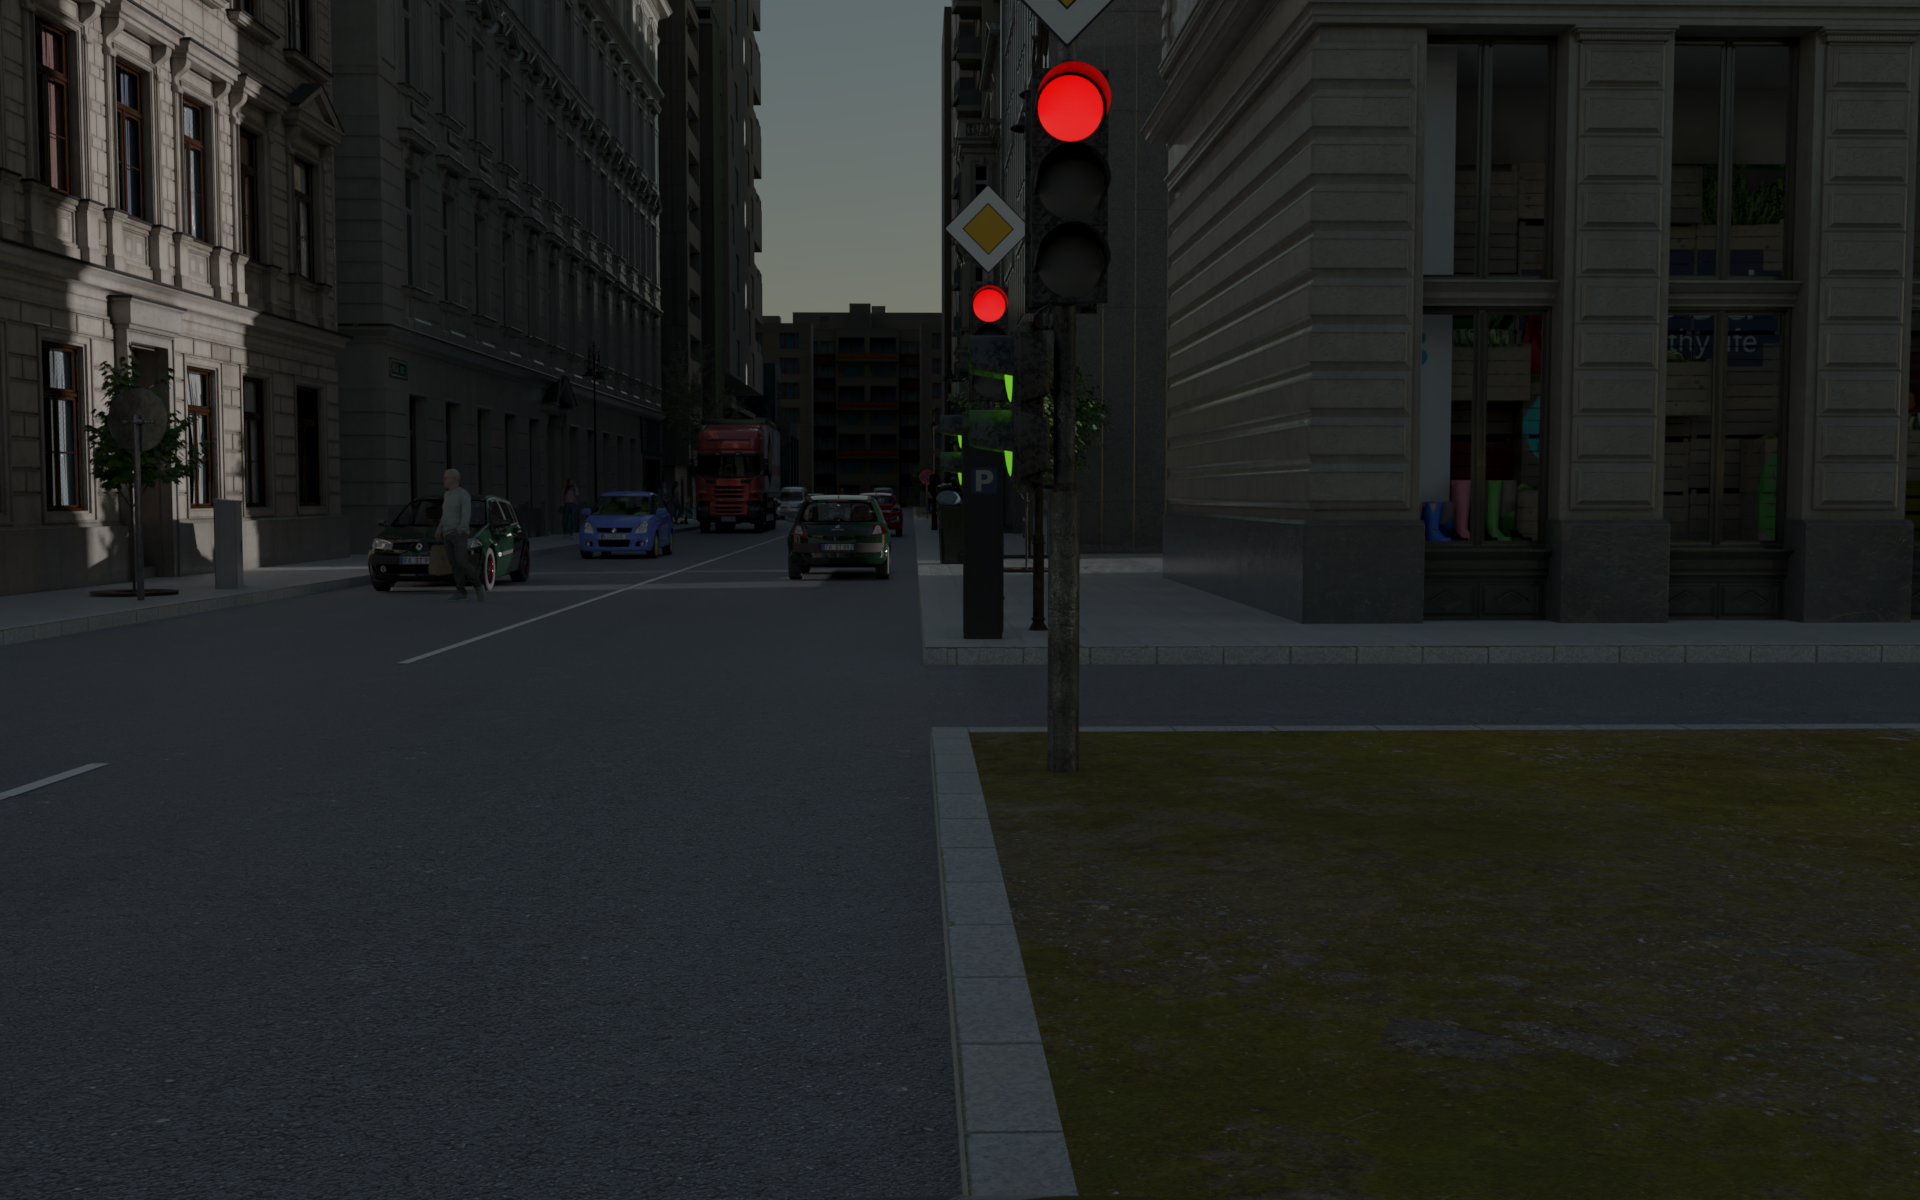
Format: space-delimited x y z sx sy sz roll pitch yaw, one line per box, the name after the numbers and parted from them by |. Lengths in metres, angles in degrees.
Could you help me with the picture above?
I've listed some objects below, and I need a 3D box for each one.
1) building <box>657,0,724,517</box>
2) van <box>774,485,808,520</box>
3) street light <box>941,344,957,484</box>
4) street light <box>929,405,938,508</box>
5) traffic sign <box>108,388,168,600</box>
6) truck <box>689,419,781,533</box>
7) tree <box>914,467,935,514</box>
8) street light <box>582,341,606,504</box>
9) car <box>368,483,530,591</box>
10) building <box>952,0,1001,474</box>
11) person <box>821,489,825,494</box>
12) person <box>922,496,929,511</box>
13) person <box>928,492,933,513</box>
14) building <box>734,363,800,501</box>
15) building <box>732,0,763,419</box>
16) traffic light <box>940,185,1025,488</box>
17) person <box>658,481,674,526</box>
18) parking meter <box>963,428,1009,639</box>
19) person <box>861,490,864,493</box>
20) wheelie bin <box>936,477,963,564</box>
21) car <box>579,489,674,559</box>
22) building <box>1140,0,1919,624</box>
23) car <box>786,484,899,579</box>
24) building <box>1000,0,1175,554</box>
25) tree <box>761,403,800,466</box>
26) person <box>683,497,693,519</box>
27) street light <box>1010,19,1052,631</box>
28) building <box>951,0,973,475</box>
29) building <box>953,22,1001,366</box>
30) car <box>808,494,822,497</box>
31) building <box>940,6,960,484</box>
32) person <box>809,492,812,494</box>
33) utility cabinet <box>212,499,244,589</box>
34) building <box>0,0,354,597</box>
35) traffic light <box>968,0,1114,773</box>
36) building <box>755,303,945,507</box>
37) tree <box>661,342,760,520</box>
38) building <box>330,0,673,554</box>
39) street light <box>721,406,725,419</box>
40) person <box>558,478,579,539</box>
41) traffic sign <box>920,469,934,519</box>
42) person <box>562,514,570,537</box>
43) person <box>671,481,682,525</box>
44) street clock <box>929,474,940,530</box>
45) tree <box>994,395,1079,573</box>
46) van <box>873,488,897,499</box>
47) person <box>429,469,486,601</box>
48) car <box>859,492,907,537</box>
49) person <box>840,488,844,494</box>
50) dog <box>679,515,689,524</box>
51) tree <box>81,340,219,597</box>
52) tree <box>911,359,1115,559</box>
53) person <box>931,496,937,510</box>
-21.147 -19.942 97.759 14.160 30.474 14.107 0 4 -2 | building
-9.403 -5.521 97.283 2.013 2.044 4.112 0 3 0 | van
-0.332 -4.927 53.336 0.468 5.910 1.993 0 4 -2 | street light
-1.389 -7.200 90.515 0.468 5.910 1.993 0 4 -2 | street light
-9.893 -1.268 20.837 0.768 2.556 0.104 0 4 8 | traffic sign
-8.529 -4.783 67.120 2.839 4.237 11.283 0 4 -2 | truck
-1.963 -7.306 114.058 1.663 3.219 1.824 0 3 0 | tree
-11.063 -4.876 52.518 0.468 5.910 1.993 0 4 -2 | street light
-7.876 -1.047 26.911 2.009 1.686 4.222 0 4 -3 | car
10.668 -27.792 109.028 22.147 44.769 28.867 0 4 -2 | building
-11.539 -8.420 146.122 1.348 1.831 0.705 2 4 31 | person
-2.467 -7.565 132.957 0.991 1.433 0.599 -2 4 -24 | person
-2.003 -6.932 120.323 0.436 1.711 0.756 -3 4 -36 | person
-30.650 -51.396 153.004 31.000 86.520 22.319 0 4 -2 | building
-27.849 -32.320 117.663 28.713 52.752 27.495 0 4 -2 | building
0.238 -1.651 15.916 0.839 4.253 0.868 0 4 -2 | traffic light
-11.725 -3.842 69.133 0.520 1.790 0.573 -3 5 -42 | person
0.229 -0.590 15.362 0.399 1.863 0.255 0 4 3 | parking meter
-8.986 -9.213 159.076 1.348 1.831 0.705 2 4 24 | person
-0.110 -1.466 31.870 0.693 1.594 0.980 0 4 -5 | wheelie bin
-7.603 -1.835 39.594 1.945 1.707 3.694 0 4 -2 | car
12.482 -11.776 21.423 19.941 23.489 11.050 0 4 -2 | building
-2.083 -1.265 30.475 2.009 1.686 4.222 0 4 -2 | car
7.596 -13.976 46.530 12.078 24.808 19.932 0 4 -2 | building
-14.993 -11.548 139.168 4.360 8.622 3.978 0 3 0 | tree
-13.856 -4.750 89.206 0.738 1.151 1.012 1 4 18 | person
0.739 -2.653 16.158 0.468 5.910 1.993 0 4 -2 | street light
13.030 -33.516 137.229 28.713 52.752 27.495 0 4 -2 | building
6.989 -15.579 73.804 14.460 24.649 34.723 0 4 -2 | building
-9.784 -6.607 116.812 1.959 1.807 4.718 0 4 -2 | car
5.337 -31.067 158.058 14.600 45.320 14.200 0 4 -2 | building
-14.896 -9.886 171.613 0.593 1.643 0.415 -1 4 -10 | person
-10.069 -0.777 23.867 0.306 1.237 1.020 -1 4 -18 | utility cabinet
-16.809 -9.828 25.320 10.561 19.102 19.286 0 4 -2 | building
0.460 -1.163 7.934 0.839 4.253 0.868 0 4 -2 | traffic light
-9.893 -21.044 189.108 28.899 21.520 27.650 0 4 -2 | building
-12.679 -8.170 83.938 4.360 8.622 3.978 0 3 0 | tree
-20.627 -17.166 57.072 17.030 29.872 44.131 0 4 -2 | building
-12.172 -7.117 89.157 0.468 5.910 1.993 0 4 -2 | street light
-11.170 -2.617 49.422 0.593 1.750 0.643 -1 4 -10 | person
-1.680 -5.414 88.626 0.768 2.556 0.104 0 4 4 | traffic sign
-11.726 -2.533 51.714 0.306 1.304 0.590 -1 4 -9 | person
-11.749 -4.026 71.874 0.555 1.821 0.388 3 5 42 | person
-0.902 -3.481 61.492 0.358 2.002 0.471 1 4 20 | street clock
1.218 -2.078 28.581 1.663 3.219 1.824 0 3 0 | tree
-5.267 -6.779 117.855 2.013 2.044 4.112 0 4 -3 | van
-6.771 -0.872 23.245 0.782 1.767 0.515 3 5 41 | person
-2.886 -3.106 59.827 2.155 1.783 4.494 0 4 -3 | car
-6.423 -5.164 93.649 1.217 1.743 0.721 -2 4 -28 | person
-11.700 -3.380 73.001 0.748 0.427 0.550 -2 4 -28 | dog
-10.475 -1.664 21.802 1.663 3.219 1.824 0 3 0 | tree
1.438 -3.131 34.903 4.285 4.588 4.351 0 3 0 | tree
-2.180 -8.189 140.665 1.217 1.736 0.721 -3 5 -40 | person
